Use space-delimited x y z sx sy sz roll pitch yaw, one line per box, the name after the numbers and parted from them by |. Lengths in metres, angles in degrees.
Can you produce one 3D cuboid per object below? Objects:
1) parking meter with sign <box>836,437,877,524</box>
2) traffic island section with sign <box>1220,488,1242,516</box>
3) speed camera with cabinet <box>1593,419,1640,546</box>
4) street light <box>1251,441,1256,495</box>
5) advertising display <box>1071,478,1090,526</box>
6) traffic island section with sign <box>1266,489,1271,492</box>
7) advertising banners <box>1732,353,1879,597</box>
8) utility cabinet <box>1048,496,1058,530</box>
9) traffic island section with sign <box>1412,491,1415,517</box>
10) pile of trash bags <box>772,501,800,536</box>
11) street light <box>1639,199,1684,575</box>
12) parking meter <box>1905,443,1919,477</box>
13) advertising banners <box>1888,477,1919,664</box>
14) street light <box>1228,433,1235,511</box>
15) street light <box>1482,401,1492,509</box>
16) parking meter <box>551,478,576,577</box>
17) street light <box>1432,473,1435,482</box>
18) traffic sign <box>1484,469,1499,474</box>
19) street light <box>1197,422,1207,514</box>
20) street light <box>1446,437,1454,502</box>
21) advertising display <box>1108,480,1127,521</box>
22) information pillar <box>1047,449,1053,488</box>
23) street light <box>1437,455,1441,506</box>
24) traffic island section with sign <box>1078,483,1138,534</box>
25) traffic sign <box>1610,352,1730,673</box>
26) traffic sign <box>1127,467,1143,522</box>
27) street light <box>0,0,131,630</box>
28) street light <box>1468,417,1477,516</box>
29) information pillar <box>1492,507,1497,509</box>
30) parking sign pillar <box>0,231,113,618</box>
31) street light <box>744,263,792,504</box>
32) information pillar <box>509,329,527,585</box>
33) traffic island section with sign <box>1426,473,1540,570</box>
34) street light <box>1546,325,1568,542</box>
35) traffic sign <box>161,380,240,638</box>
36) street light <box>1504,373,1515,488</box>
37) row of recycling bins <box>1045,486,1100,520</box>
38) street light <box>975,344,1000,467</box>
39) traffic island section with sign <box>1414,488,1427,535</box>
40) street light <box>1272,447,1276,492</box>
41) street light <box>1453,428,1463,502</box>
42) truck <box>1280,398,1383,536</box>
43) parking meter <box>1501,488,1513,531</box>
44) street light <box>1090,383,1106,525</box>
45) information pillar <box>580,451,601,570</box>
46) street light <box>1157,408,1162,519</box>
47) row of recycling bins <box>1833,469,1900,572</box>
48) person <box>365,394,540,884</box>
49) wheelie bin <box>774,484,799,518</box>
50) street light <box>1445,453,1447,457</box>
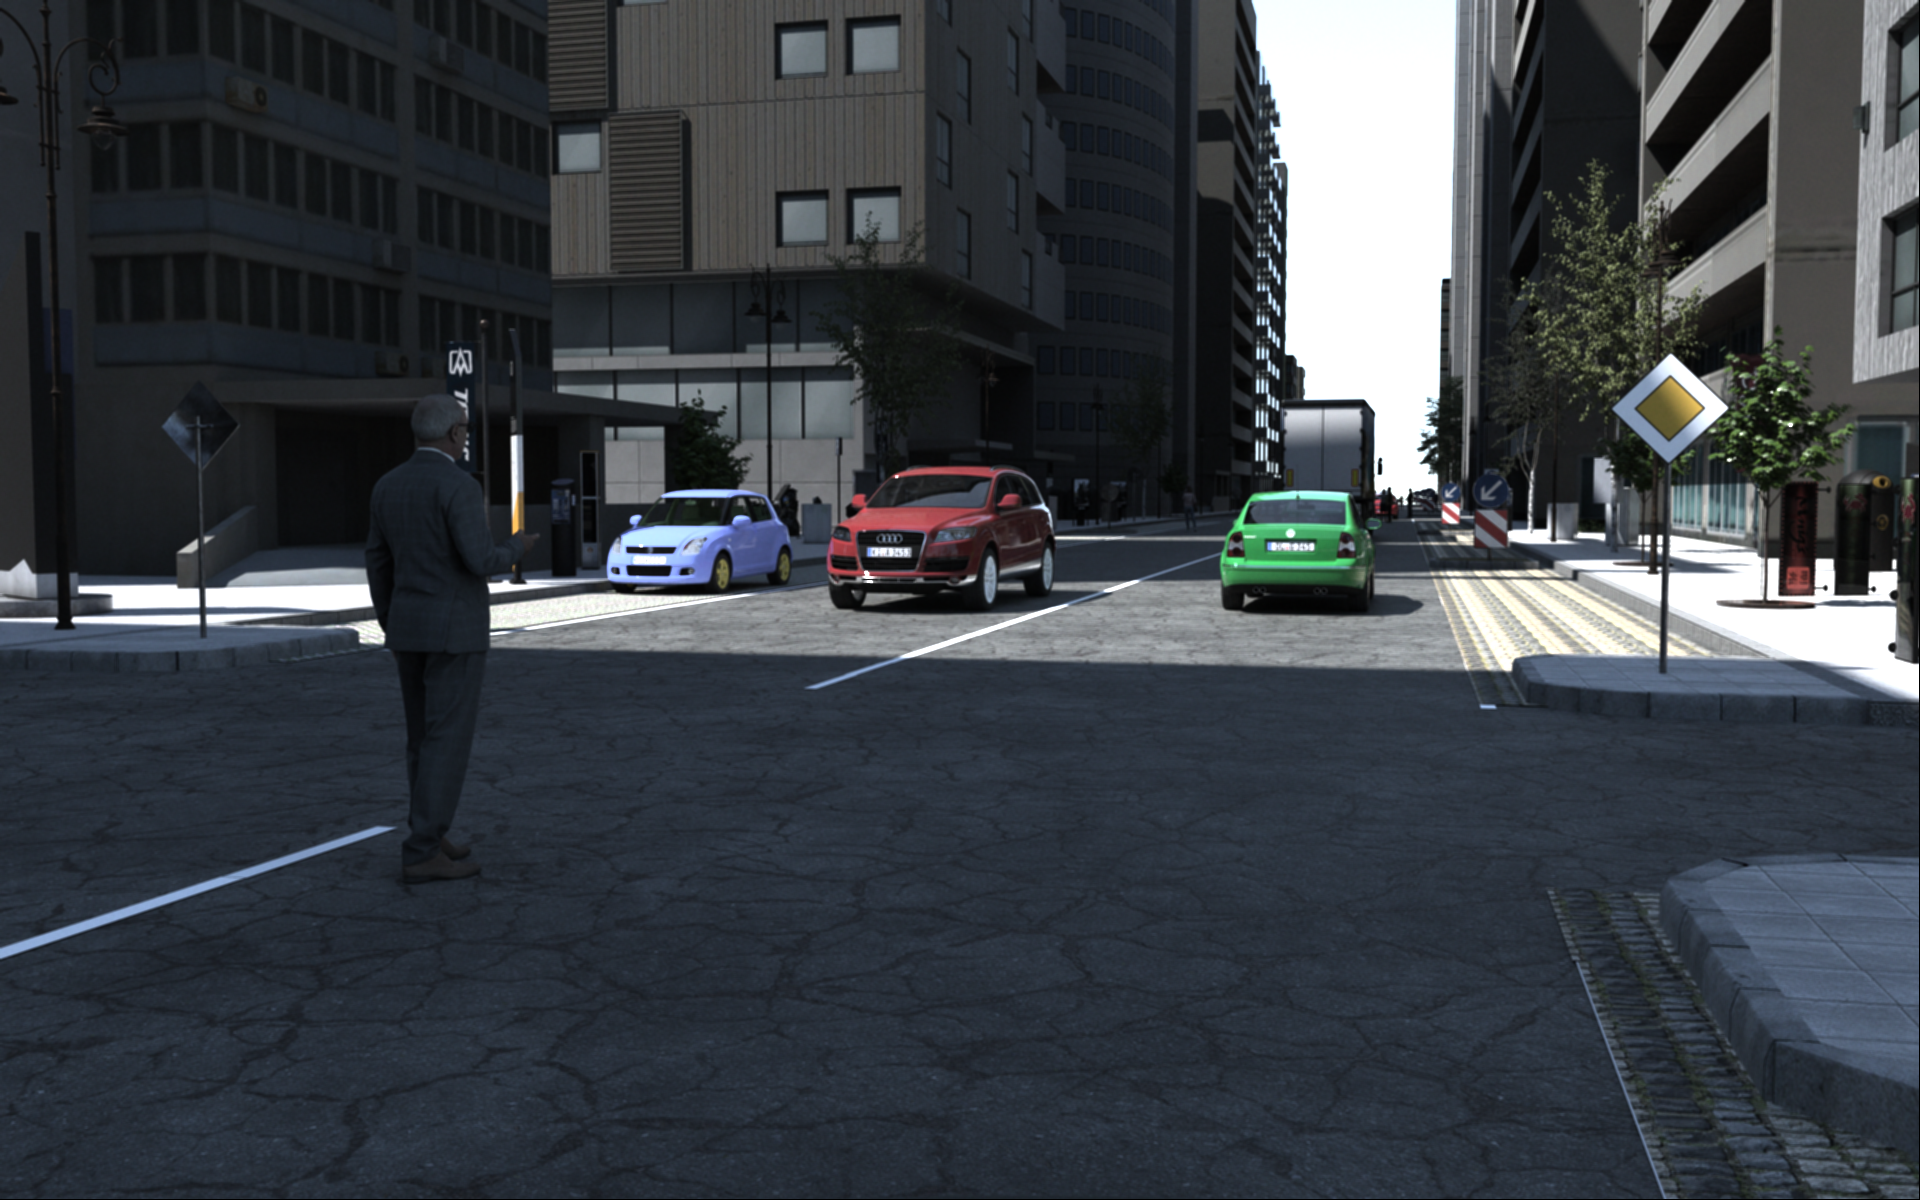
-2.933 -3.503 53.541 1.738 3.016 0.543 -1 4 -16 | parking meter with sign
17.884 -6.312 111.832 1.989 1.847 2.006 1 4 14 | traffic island section with sign
16.157 -2.952 42.597 0.660 3.252 2.038 3 4 36 | speed camera with cabinet
24.939 -10.686 147.502 0.468 5.910 1.993 1 4 14 | street light
4.854 -3.939 69.615 0.974 1.923 0.123 -3 5 -43 | advertising display
24.548 -7.910 137.954 1.989 1.847 2.006 1 4 14 | traffic island section with sign
10.541 -1.559 21.675 2.074 3.025 0.090 -1 4 -8 | advertising banners
3.310 -3.082 61.558 0.306 1.237 1.020 0 4 5 | utility cabinet
29.457 -6.152 109.210 1.989 1.847 2.006 1 4 14 | traffic island section with sign
-6.683 -2.628 52.720 3.447 1.369 1.912 -2 4 -23 | pile of trash bags
11.059 -3.344 27.457 0.468 5.910 1.993 1 4 14 | street light
10.905 -0.847 19.559 0.255 1.863 0.399 -3 4 -38 | parking meter
7.108 -0.996 12.478 0.090 3.025 2.074 1 4 12 | advertising banners
20.007 -9.495 128.024 0.468 5.910 1.993 1 4 14 | street light
25.582 -6.817 84.247 0.468 5.910 1.993 1 4 14 | street light
-6.178 -1.136 26.987 0.372 1.533 0.369 0 3 0 | parking meter
55.510 -13.980 201.367 0.468 5.910 1.993 1 4 14 | street light
21.423 -4.142 69.849 0.606 2.300 0.079 2 4 23 | traffic sign
15.259 -8.359 109.457 0.468 5.910 1.993 1 4 14 | street light
39.744 -10.208 139.689 0.468 5.910 1.993 1 4 14 | street light
7.492 -4.720 82.384 0.974 1.923 0.123 -2 4 -24 | advertising display
4.654 -6.019 89.759 0.183 3.616 0.504 2 4 34 | information pillar
50.522 -12.801 182.091 0.468 5.910 1.993 1 4 14 | street light
5.426 -3.331 63.093 1.989 1.847 2.006 1 4 14 | traffic island section with sign
5.031 -0.532 12.340 0.795 2.450 0.064 1 4 14 | traffic sign
8.058 -4.891 80.077 0.768 2.556 0.104 2 4 24 | traffic sign
-8.502 -2.660 16.273 0.468 5.910 1.993 1 4 14 | street light
30.262 -7.926 102.377 0.468 5.910 1.993 1 4 14 | street light
25.214 -4.733 81.879 0.304 2.012 0.304 0 4 6 | information pillar
-9.882 -1.833 18.447 1.447 3.967 1.447 3 5 45 | parking sign pillar
-3.839 -3.797 34.861 0.468 5.910 1.993 1 4 14 | street light
-6.278 -2.030 24.541 0.183 3.616 0.504 -2 4 -24 | information pillar
10.186 -1.535 33.732 1.989 1.847 2.006 1 4 14 | traffic island section with sign
15.870 -4.486 46.136 0.468 5.910 1.993 1 4 14 | street light
-6.731 -0.716 15.355 0.795 2.450 0.064 1 4 14 | traffic sign
20.767 -5.670 65.491 0.468 5.910 1.993 1 4 14 | street light
5.655 -4.835 86.170 3.534 1.692 1.069 -3 5 -43 | row of recycling bins
0.850 -4.933 53.444 0.468 5.910 1.993 1 4 14 | street light
17.071 -3.186 60.724 1.989 1.847 2.006 1 4 14 | traffic island section with sign
30.897 -12.109 170.770 0.468 5.910 1.993 1 4 14 | street light
34.919 -9.063 120.968 0.468 5.910 1.993 1 4 14 | street light
12.181 -4.133 56.485 2.839 4.237 11.283 1 4 15 | truck
18.955 -3.157 60.027 0.372 1.533 0.369 0 3 0 | parking meter
5.731 -6.075 72.115 0.468 5.910 1.993 1 4 14 | street light
-6.266 -1.523 29.386 0.304 2.012 0.304 0 4 -4 | information pillar
10.414 -7.199 90.490 0.468 5.910 1.993 1 4 14 | street light
16.386 -1.312 28.566 3.534 1.692 1.069 1 4 17 | row of recycling bins
-1.914 0.129 6.571 0.661 1.801 0.590 2 4 33 | person
-5.524 -2.897 55.272 0.693 1.594 0.980 -1 4 -23 | wheelie bin
44.528 -11.343 158.247 0.468 5.910 1.993 1 4 14 | street light
